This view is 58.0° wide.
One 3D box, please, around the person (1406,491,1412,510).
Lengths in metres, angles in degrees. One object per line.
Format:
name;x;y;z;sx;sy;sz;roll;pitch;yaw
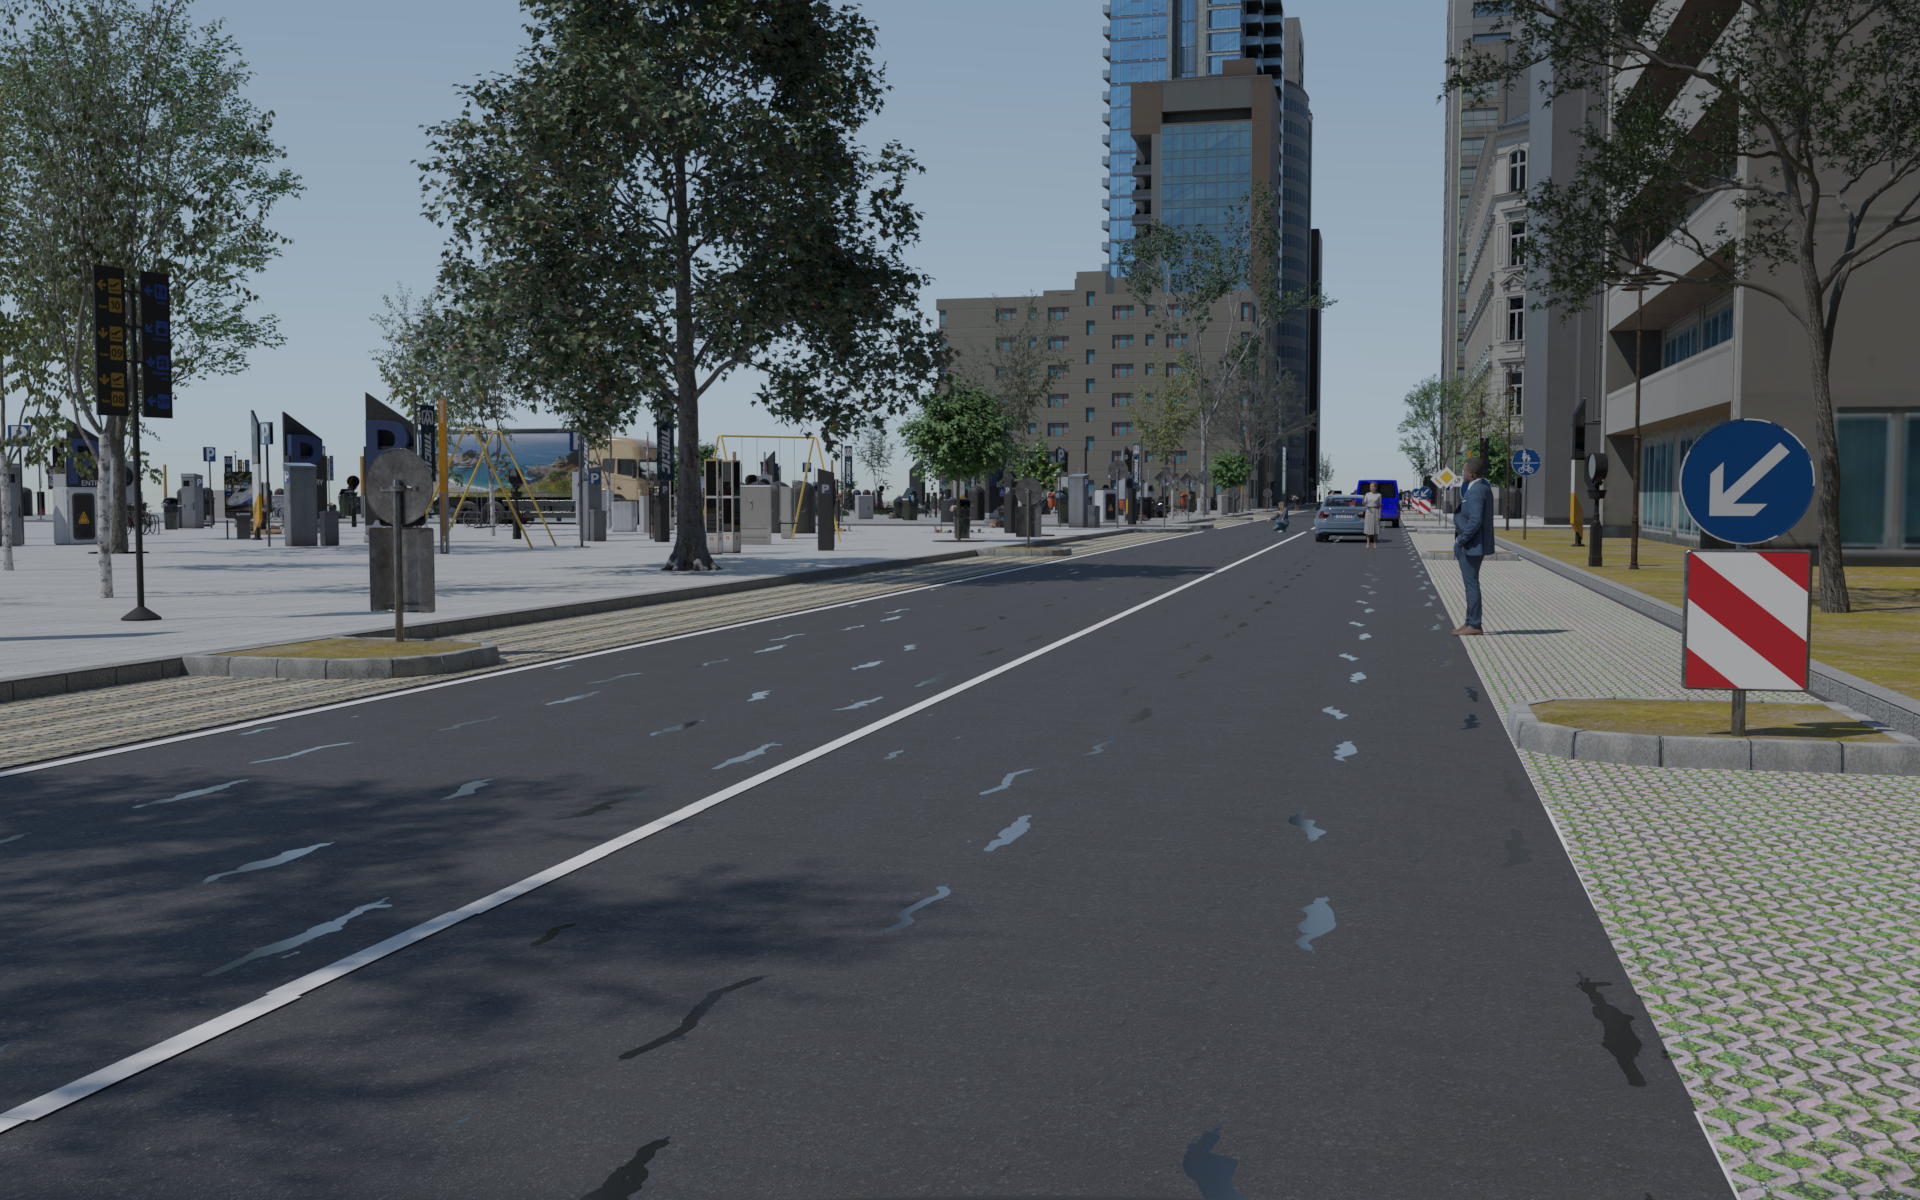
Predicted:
person;40.670;-9.014;156.603;0.721;1.735;1.217;3;5;41

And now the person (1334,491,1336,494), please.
person;49.378;-13.462;228.545;1.348;1.831;0.705;3;5;40

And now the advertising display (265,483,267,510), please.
advertising display;-40.657;-5.872;101.214;0.123;1.923;0.974;-1;4;-10

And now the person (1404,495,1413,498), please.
person;52.897;-11.980;204.389;1.348;1.823;0.705;3;5;41

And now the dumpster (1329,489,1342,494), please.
dumpster;58.015;-16.058;267.503;1.985;2.255;1.502;1;4;12

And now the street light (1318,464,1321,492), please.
street light;54.114;-17.607;260.665;0.468;5.910;1.993;1;4;14

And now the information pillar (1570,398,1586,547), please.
information pillar;15.055;-3.109;42.181;0.504;3.616;0.183;-3;5;-42

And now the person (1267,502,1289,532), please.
person;11.971;-3.099;64.660;0.738;1.151;1.012;-1;4;-11

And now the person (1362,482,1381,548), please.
person;10.900;-2.250;45.865;0.480;1.755;0.524;1;4;17

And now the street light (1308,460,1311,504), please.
street light;46.229;-15.674;229.058;0.468;5.910;1.993;1;4;14

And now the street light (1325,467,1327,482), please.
street light;61.891;-19.564;292.661;0.468;5.910;1.993;1;4;14

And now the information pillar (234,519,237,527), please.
information pillar;-27.787;-3.806;66.725;0.304;2.012;0.304;-1;4;-9

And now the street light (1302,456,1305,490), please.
street light;41.987;-14.620;211.826;0.468;5.910;1.993;1;4;14

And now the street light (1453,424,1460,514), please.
street light;31.714;-8.444;110.852;0.468;5.910;1.993;1;4;14

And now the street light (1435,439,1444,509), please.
street light;39.539;-10.378;142.474;0.468;5.910;1.993;1;4;14

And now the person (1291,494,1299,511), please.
person;28.935;-8.438;149.657;0.628;1.438;0.799;3;5;43

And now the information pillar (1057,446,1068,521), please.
information pillar;4.962;-5.644;83.628;0.504;3.616;0.183;0;4;7

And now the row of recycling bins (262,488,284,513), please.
row of recycling bins;-47.770;-6.931;120.438;3.534;1.692;1.069;-1;4;-9

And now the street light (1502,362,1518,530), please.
street light;19.321;-5.393;60.961;0.468;5.910;1.993;1;4;14

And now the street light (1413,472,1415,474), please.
street light;69.993;-17.905;265.531;0.468;5.910;1.993;1;4;14

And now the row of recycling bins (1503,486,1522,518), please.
row of recycling bins;30.399;-5.186;91.902;3.534;1.692;1.069;-1;4;-22

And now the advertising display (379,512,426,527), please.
advertising display;-12.130;-1.985;37.665;0.974;1.923;0.123;-1;4;-20

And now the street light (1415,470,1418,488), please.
street light;61.907;-15.919;233.055;0.468;5.910;1.993;1;4;14

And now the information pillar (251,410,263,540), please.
information pillar;-19.534;-3.470;48.090;0.183;3.616;0.504;-3;5;-41

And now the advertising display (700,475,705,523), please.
advertising display;-8.508;-3.283;58.896;0.974;1.923;0.123;-1;4;-20

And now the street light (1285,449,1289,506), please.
street light;33.912;-12.641;179.467;0.468;5.910;1.993;1;4;14

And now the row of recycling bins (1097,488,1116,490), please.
row of recycling bins;10.673;-7.209;124.987;1.069;1.692;3.534;2;4;24

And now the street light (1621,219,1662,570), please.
street light;11.487;-3.459;29.341;0.468;5.910;1.993;1;4;14

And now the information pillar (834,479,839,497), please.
information pillar;-6.093;-4.879;84.267;0.304;2.012;0.304;1;4;19

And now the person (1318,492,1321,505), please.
person;43.918;-12.358;211.472;0.530;1.710;0.541;3;4;38

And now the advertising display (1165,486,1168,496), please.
advertising display;16.918;-8.364;141.963;0.123;1.923;0.974;1;4;19

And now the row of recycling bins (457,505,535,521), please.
row of recycling bins;-21.746;-4.529;81.155;3.534;1.692;1.069;-1;4;-11

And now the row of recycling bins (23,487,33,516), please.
row of recycling bins;-55.110;-5.695;100.225;1.069;1.692;3.534;1;4;8

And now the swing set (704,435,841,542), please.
swing set;-5.240;-2.986;46.434;3.119;2.851;2.862;-2;4;-32

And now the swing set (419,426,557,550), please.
swing set;-11.352;-2.681;41.457;2.862;2.851;3.119;0;4;-2

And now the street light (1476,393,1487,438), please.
street light;23.761;-6.501;79.077;0.468;5.910;1.993;1;4;14

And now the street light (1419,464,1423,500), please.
street light;57.820;-14.901;216.421;0.468;5.910;1.993;1;4;14

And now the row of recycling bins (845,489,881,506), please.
row of recycling bins;-8.726;-8.963;153.661;3.534;1.692;1.069;-1;4;-22

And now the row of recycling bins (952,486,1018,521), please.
row of recycling bins;1.255;-4.702;83.989;3.534;1.692;1.069;2;4;23

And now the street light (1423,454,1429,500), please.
street light;49.968;-12.967;184.805;0.468;5.910;1.993;1;4;14

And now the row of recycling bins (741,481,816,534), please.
row of recycling bins;-6.250;-3.056;57.080;3.534;1.692;1.069;2;4;32

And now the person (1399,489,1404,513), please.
person;30.800;-6.868;121.024;0.641;1.798;0.478;-1;4;-22

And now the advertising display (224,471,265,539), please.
advertising display;-20.384;-2.693;49.246;0.974;1.923;0.123;-1;4;-19

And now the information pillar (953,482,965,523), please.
information pillar;-0.053;-5.155;75.631;0.504;3.616;0.183;0;4;-7

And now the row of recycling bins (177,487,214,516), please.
row of recycling bins;-46.251;-5.971;104.736;3.534;1.692;1.069;3;5;39

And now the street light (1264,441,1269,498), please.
street light;26.088;-10.707;147.844;0.468;5.910;1.993;1;4;14

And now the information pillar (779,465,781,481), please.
information pillar;-14.668;-9.085;139.894;0.504;3.616;0.183;1;4;20

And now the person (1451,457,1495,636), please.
person;5.186;-0.539;17.494;0.419;1.800;0.721;1;4;19

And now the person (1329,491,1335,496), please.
person;32.468;-8.652;150.890;0.756;1.711;0.436;-1;4;-13
